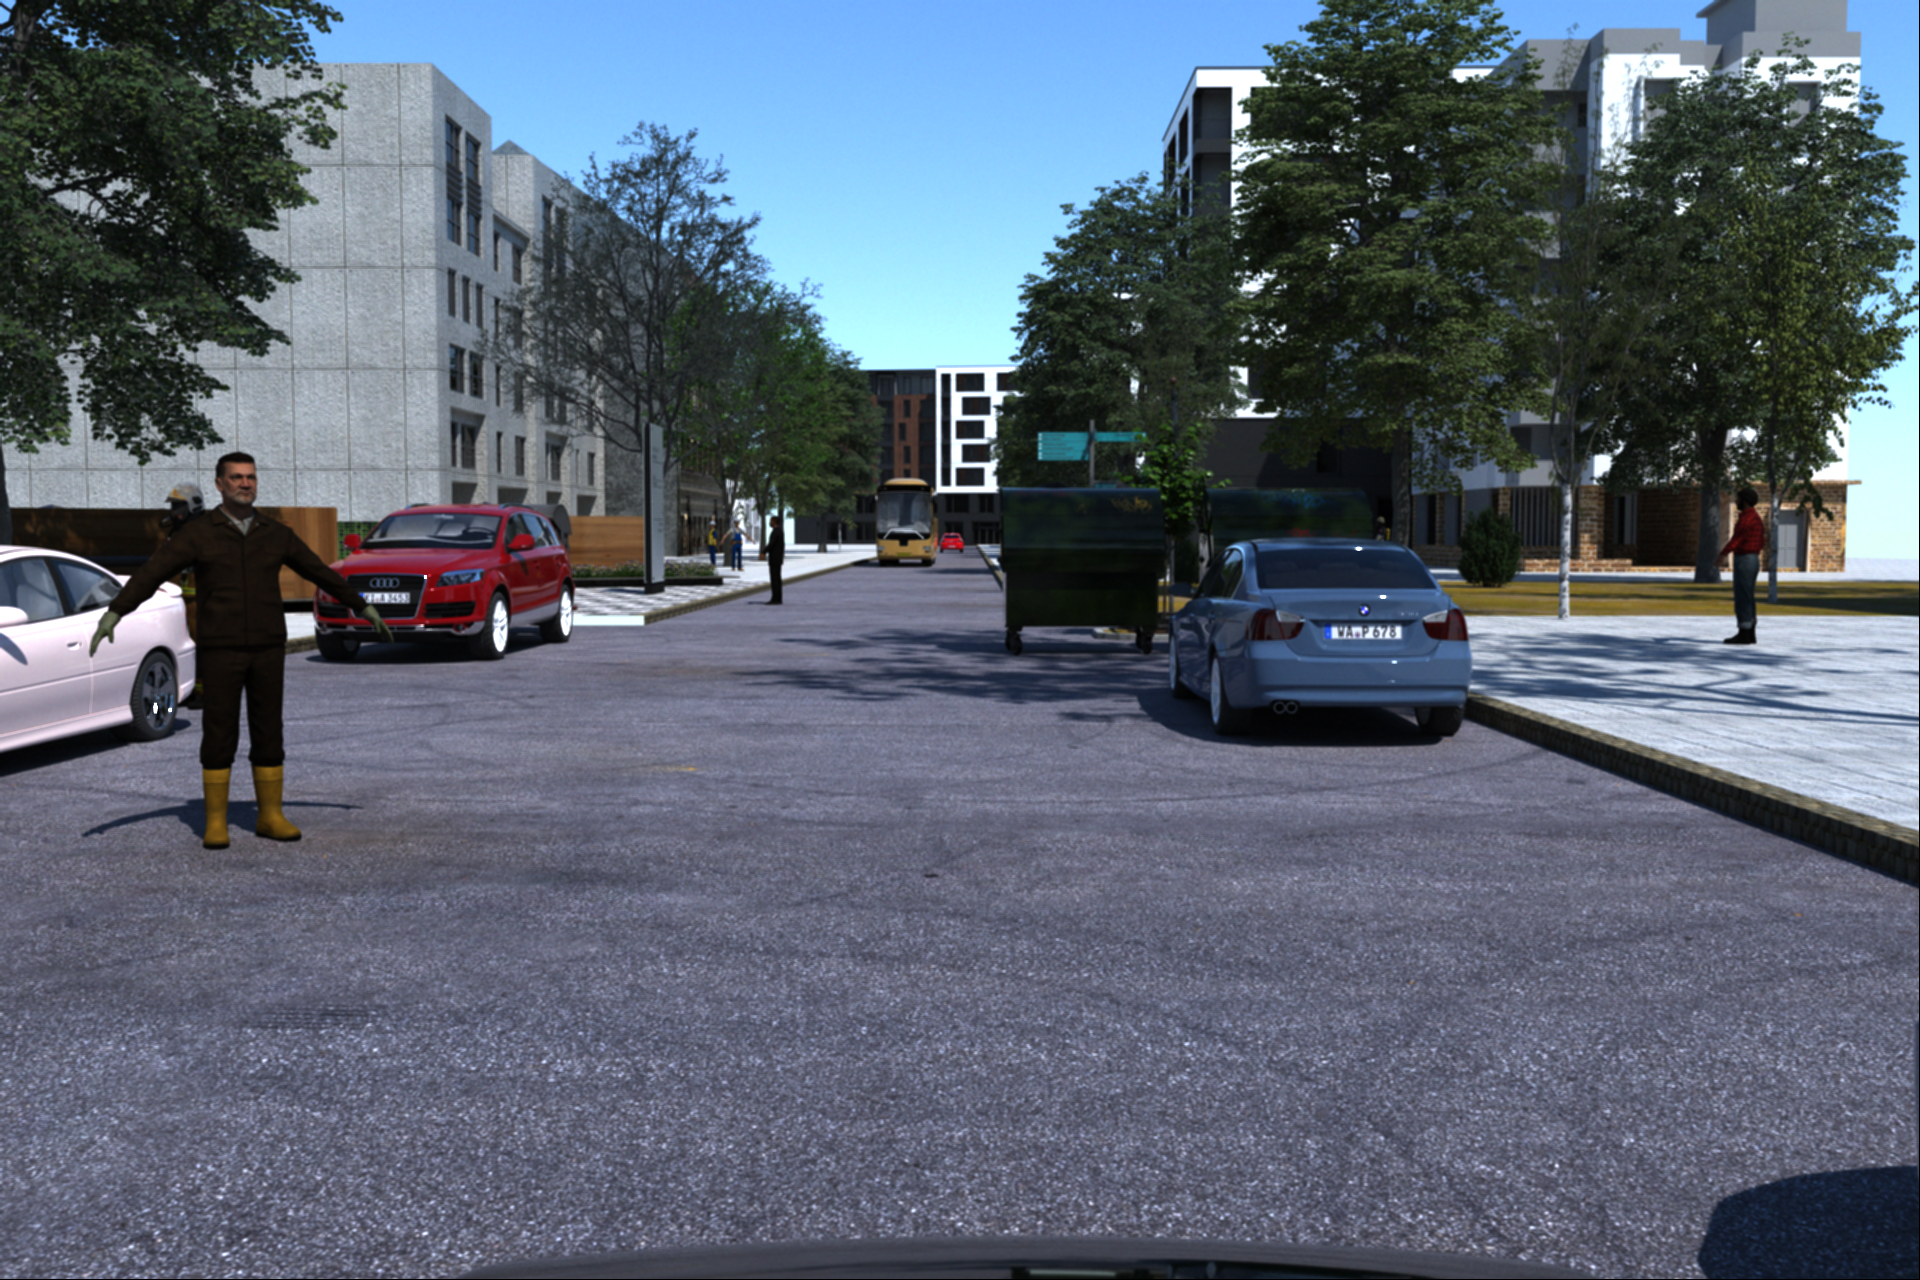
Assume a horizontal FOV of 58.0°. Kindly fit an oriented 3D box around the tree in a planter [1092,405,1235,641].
[{"bbox_3d":[2.861,-1.642,24.072,1.991,3.239,1.994,0,4,1],"label":"tree in a planter"}]

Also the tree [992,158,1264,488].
[{"bbox_3d":[5.658,-9.377,59.969,9.857,13.997,8.962,0,3,0],"label":"tree"}]

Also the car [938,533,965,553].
[{"bbox_3d":[-0.655,-7.603,133.343,2.155,1.783,4.494,0,4,-1],"label":"car"}]

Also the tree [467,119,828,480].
[{"bbox_3d":[-9.061,-8.590,50.810,12.009,13.543,11.850,0,3,0],"label":"tree"}]

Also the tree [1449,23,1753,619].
[{"bbox_3d":[8.911,-4.625,25.982,4.360,8.622,3.978,0,3,0],"label":"tree"}]

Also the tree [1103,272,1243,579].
[{"bbox_3d":[5.726,-6.046,49.212,4.360,8.622,3.978,0,3,0],"label":"tree"}]

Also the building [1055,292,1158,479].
[{"bbox_3d":[22.485,-19.477,162.431,27.936,21.610,32.646,0,3,0],"label":"building"}]

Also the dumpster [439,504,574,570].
[{"bbox_3d":[-6.619,-1.027,25.007,1.865,1.857,1.264,0,4,0],"label":"dumpster"}]

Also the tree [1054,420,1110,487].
[{"bbox_3d":[6.612,-8.681,92.300,4.737,8.622,4.395,0,3,0],"label":"tree"}]

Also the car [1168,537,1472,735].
[{"bbox_3d":[2.699,-0.100,13.632,2.014,1.417,4.499,0,4,1],"label":"car"}]

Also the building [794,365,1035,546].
[{"bbox_3d":[-3.066,-23.065,223.546,32.646,21.610,27.936,1,4,8],"label":"building"}]

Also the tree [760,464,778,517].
[{"bbox_3d":[-26.172,-17.360,218.249,7.601,10.594,8.767,0,4,-2],"label":"tree"}]

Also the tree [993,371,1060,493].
[{"bbox_3d":[5.866,-12.127,116.407,7.486,12.596,7.792,0,3,0],"label":"tree"}]

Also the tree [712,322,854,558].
[{"bbox_3d":[-9.454,-10.603,91.493,7.486,12.596,7.792,0,3,0],"label":"tree"}]

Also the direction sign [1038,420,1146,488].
[{"bbox_3d":[3.073,-3.131,39.953,2.525,3.948,1.411,0,4,1],"label":"direction sign"}]

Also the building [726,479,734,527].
[{"bbox_3d":[-27.352,-18.382,156.966,16.016,20.090,11.380,0,4,1],"label":"building"}]

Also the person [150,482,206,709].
[{"bbox_3d":[-6.352,-0.368,14.241,1.354,1.858,0.705,2,4,29],"label":"person"}]

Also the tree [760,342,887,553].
[{"bbox_3d":[-9.324,-12.852,116.783,9.857,13.997,8.962,0,3,0],"label":"tree"}]

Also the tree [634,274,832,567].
[{"bbox_3d":[-8.983,-8.675,67.591,9.928,11.665,9.643,0,3,0],"label":"tree"}]

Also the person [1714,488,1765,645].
[{"bbox_3d":[9.142,-0.863,20.225,0.704,1.816,1.345,3,5,41],"label":"person"}]

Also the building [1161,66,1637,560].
[{"bbox_3d":[24.443,-15.185,92.250,27.936,21.610,32.646,0,4,1],"label":"building"}]

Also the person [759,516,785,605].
[{"bbox_3d":[-3.783,-1.625,35.252,0.704,1.802,1.346,1,4,11],"label":"person"}]

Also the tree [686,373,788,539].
[{"bbox_3d":[-9.931,-7.540,73.649,4.360,8.622,3.978,0,3,0],"label":"tree"}]

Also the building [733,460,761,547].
[{"bbox_3d":[-25.854,-14.924,186.155,9.099,9.664,28.070,0,4,0],"label":"building"}]

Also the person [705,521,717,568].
[{"bbox_3d":[-9.479,-3.625,65.731,0.721,1.772,1.216,-2,4,-23],"label":"person"}]

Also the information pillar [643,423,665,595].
[{"bbox_3d":[-6.616,-2.821,37.437,0.184,3.620,1.656,0,4,-1],"label":"information pillar"}]

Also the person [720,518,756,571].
[{"bbox_3d":[-7.743,-3.320,60.141,1.347,1.847,0.705,-2,4,-34],"label":"person"}]

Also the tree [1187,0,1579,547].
[{"bbox_3d":[8.133,-7.040,33.234,7.486,12.596,7.792,0,3,0],"label":"tree"}]

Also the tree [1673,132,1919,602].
[{"bbox_3d":[15.483,-5.005,32.202,4.737,8.622,4.395,0,3,0],"label":"tree"}]

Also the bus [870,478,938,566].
[{"bbox_3d":[-2.389,-5.414,80.060,2.896,3.916,12.252,0,4,0],"label":"bus"}]

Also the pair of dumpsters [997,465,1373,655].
[{"bbox_3d":[2.662,-0.981,20.998,4.436,2.255,1.574,0,4,-1],"label":"pair of dumpsters"}]

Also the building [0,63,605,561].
[{"bbox_3d":[-28.221,-13.127,81.077,16.747,18.905,31.486,0,4,0],"label":"building"}]

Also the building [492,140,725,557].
[{"bbox_3d":[-25.000,-16.830,106.094,19.493,23.208,18.063,0,4,1],"label":"building"}]

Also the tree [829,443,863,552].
[{"bbox_3d":[-8.884,-10.778,126.583,4.737,8.622,4.395,0,3,0],"label":"tree"}]

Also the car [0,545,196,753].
[{"bbox_3d":[-6.486,0.103,10.686,2.083,1.381,4.827,0,4,1],"label":"car"}]

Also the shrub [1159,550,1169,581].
[{"bbox_3d":[5.145,-2.153,46.323,1.383,1.207,1.383,0,3,0],"label":"shrub"}]

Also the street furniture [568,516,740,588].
[{"bbox_3d":[-9.294,-2.252,43.677,11.010,1.723,9.812,-2,4,-32],"label":"street furniture"}]

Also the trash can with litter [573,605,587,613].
[{"bbox_3d":[-6.885,-1.094,28.938,1.678,1.210,2.233,0,4,1],"label":"trash can with litter"}]

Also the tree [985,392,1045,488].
[{"bbox_3d":[6.691,-13.844,133.004,9.857,13.997,8.962,0,3,0],"label":"tree"}]

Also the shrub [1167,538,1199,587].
[{"bbox_3d":[5.538,-1.903,42.233,1.383,1.207,1.383,0,3,0],"label":"shrub"}]

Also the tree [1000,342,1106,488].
[{"bbox_3d":[6.235,-11.259,102.217,7.486,12.596,7.792,0,3,0],"label":"tree"}]

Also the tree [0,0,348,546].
[{"bbox_3d":[-12.848,-7.083,22.456,9.857,13.997,8.962,0,3,0],"label":"tree"}]

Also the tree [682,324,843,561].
[{"bbox_3d":[-9.369,-9.531,81.591,9.928,11.665,9.643,0,3,0],"label":"tree"}]

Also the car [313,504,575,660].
[{"bbox_3d":[-6.209,-0.776,21.358,2.281,1.827,5.304,0,4,1],"label":"car"}]

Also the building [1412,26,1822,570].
[{"bbox_3d":[24.073,-13.118,70.907,16.016,20.090,11.380,0,4,0],"label":"building"}]

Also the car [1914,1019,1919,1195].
[{"bbox_3d":[2.609,0.657,1.268,2.014,1.417,4.499,0,4,0],"label":"car"}]

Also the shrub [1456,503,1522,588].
[{"bbox_3d":[12.732,-2.278,41.663,1.690,2.028,1.600,0,3,0],"label":"shrub"}]

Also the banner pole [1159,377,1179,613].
[{"bbox_3d":[3.391,-2.288,27.420,0.401,3.779,0.863,0,4,-1],"label":"banner pole"}]

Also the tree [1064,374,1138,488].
[{"bbox_3d":[6.046,-7.506,73.081,4.360,8.622,3.978,0,3,0],"label":"tree"}]

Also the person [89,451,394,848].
[{"bbox_3d":[-3.320,0.035,8.029,1.346,1.812,0.704,-3,5,-39],"label":"person"}]

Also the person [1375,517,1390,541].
[{"bbox_3d":[14.205,-3.231,58.607,0.705,1.856,1.354,2,4,23],"label":"person"}]

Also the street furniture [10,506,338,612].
[{"bbox_3d":[-13.461,-1.452,30.593,9.812,1.723,11.010,-3,5,-43],"label":"street furniture"}]

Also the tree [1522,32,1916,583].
[{"bbox_3d":[19.697,-8.489,45.455,9.857,13.997,8.962,0,3,0],"label":"tree"}]
